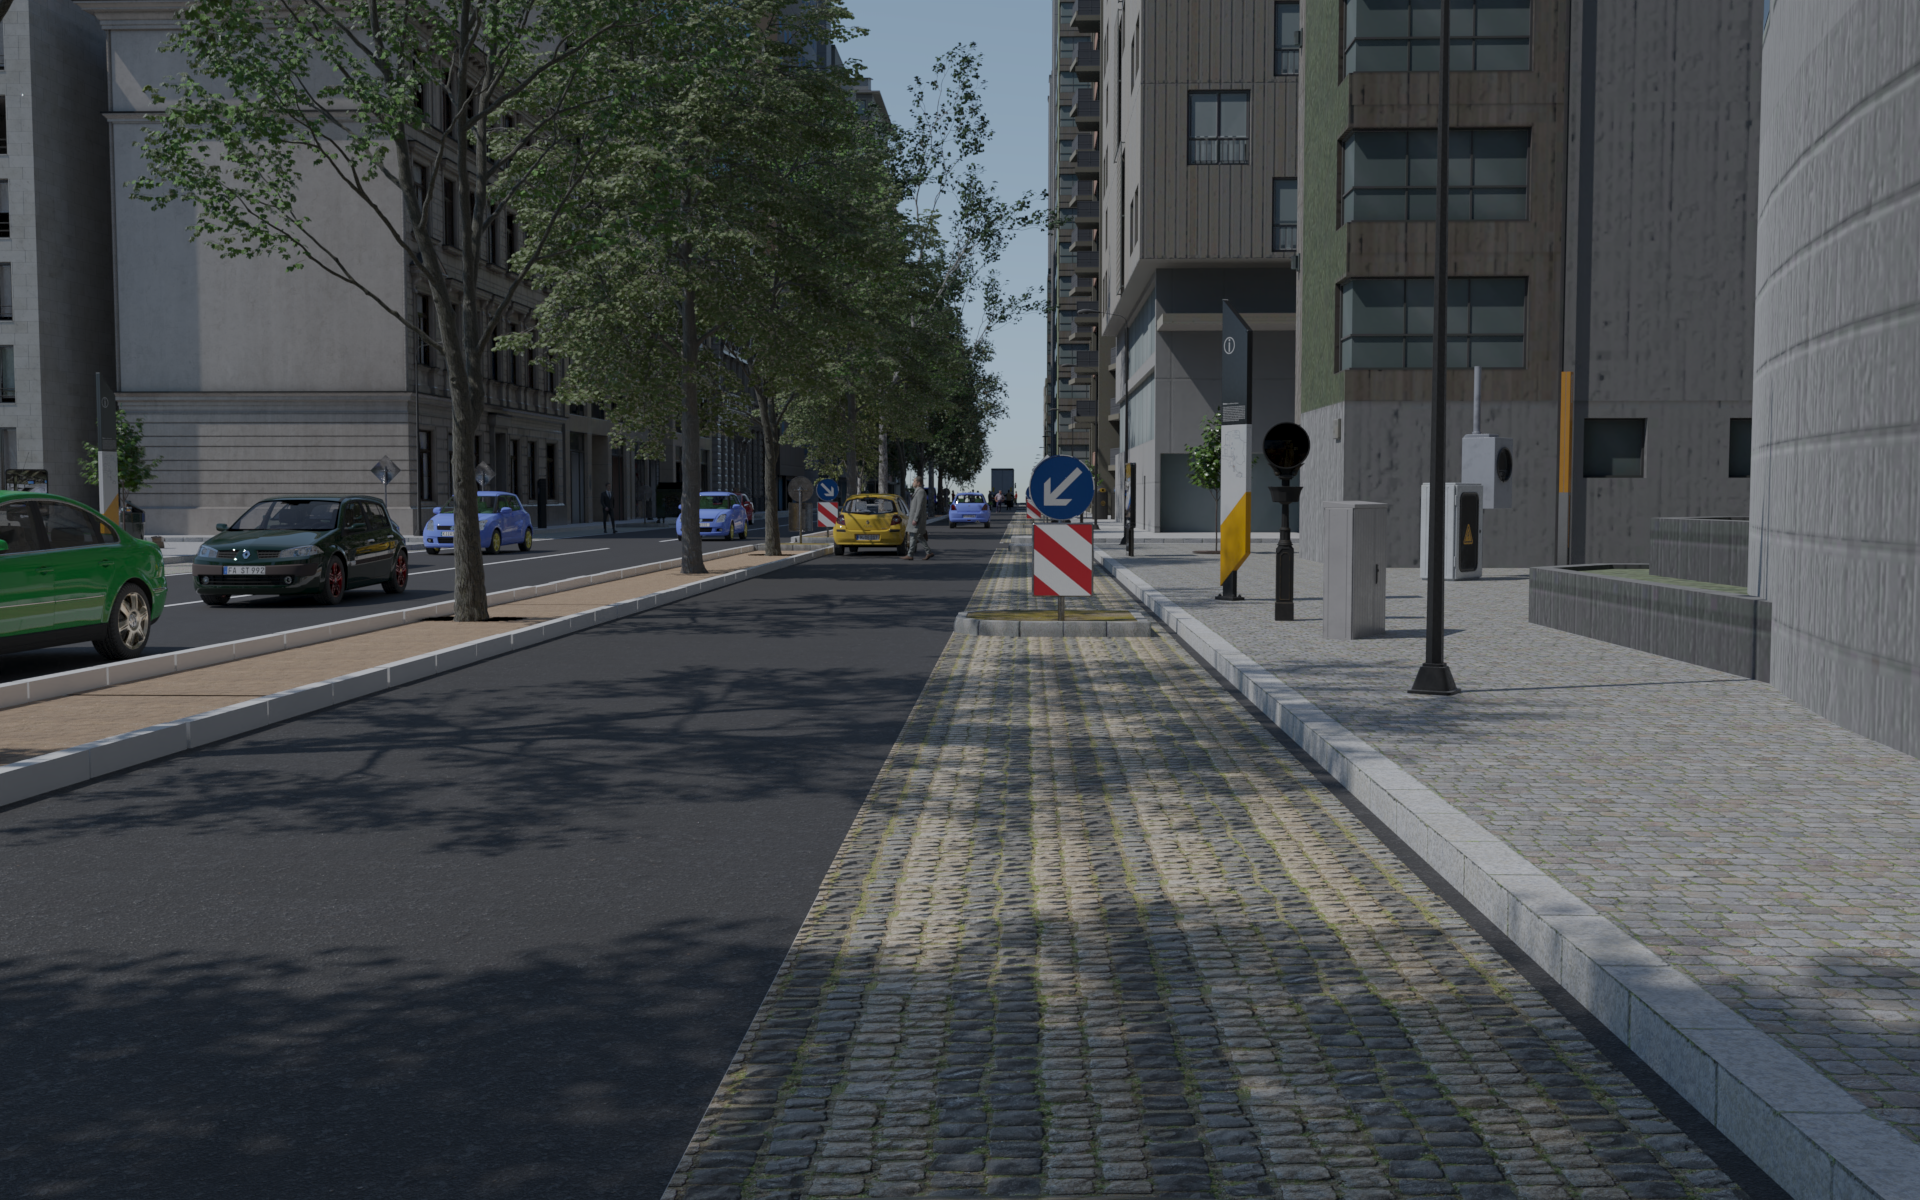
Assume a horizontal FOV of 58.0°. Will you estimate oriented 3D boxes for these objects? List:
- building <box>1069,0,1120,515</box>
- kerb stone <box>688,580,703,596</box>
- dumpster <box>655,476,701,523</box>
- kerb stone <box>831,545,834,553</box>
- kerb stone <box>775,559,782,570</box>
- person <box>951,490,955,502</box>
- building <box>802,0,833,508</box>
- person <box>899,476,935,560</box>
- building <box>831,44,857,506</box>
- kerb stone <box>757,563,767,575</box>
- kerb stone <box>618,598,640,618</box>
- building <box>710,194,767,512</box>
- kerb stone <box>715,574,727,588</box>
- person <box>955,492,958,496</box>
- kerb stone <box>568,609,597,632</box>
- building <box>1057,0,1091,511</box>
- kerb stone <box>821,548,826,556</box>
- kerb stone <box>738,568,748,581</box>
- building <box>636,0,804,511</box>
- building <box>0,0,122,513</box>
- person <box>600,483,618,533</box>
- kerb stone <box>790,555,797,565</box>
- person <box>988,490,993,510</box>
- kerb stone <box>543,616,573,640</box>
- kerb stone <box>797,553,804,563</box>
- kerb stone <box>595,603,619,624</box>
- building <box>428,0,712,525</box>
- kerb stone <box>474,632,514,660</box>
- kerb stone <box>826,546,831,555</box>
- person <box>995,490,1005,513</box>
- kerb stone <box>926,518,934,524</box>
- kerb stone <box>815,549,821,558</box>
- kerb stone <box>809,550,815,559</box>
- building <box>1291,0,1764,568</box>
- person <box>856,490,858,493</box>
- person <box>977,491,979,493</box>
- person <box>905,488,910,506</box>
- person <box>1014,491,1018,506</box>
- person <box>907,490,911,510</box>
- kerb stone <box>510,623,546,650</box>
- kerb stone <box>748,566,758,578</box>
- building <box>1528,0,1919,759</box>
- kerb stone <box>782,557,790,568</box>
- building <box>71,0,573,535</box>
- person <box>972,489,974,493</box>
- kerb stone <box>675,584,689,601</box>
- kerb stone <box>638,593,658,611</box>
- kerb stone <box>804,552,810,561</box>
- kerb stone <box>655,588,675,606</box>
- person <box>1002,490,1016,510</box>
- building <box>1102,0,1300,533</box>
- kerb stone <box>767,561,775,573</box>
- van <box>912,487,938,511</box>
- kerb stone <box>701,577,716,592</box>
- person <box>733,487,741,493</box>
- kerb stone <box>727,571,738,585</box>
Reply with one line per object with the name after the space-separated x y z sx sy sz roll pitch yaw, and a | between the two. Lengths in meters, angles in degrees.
18.284 -27.935 111.369 22.147 44.769 28.867 0 4 2 | building
-3.842 -0.146 24.596 0.120 0.150 1.000 0 4 2 | kerb stone
-13.191 -4.654 81.045 1.985 2.255 1.502 0 4 3 | dumpster
-3.184 -1.200 41.981 0.120 0.150 1.000 0 4 2 | kerb stone
-3.540 -0.642 32.770 0.120 0.150 1.000 0 4 2 | kerb stone
-0.641 -9.706 167.125 0.705 1.831 1.348 1 4 9 | person
-23.496 -37.505 155.202 21.231 58.520 28.212 0 4 2 | building
-0.932 -1.764 37.437 0.767 1.812 0.694 0 4 -1 | person
-22.423 -34.074 180.815 21.300 48.544 21.600 0 4 2 | building
-3.602 -0.522 30.726 0.120 0.150 1.000 0 4 2 | kerb stone
-3.989 0.104 20.491 0.120 0.150 1.000 0 4 2 | kerb stone
-19.547 -17.652 117.488 11.050 23.489 19.941 0 4 2 | building
-3.768 -0.272 26.639 0.120 0.150 1.000 0 4 2 | kerb stone
-0.380 -16.753 283.192 1.217 1.735 0.721 0 4 2 | person
-4.072 0.230 18.436 0.120 0.150 1.000 0 4 2 | kerb stone
14.656 -27.686 136.266 14.154 41.232 14.086 0 4 2 | building
-3.265 -1.085 39.928 0.120 0.150 1.000 0 4 2 | kerb stone
-3.686 -0.397 28.682 0.120 0.150 1.000 0 4 2 | kerb stone
-19.945 -29.613 134.291 14.600 45.320 14.200 0 4 2 | building
-36.020 -12.406 57.590 16.860 20.320 10.420 0 4 2 | building
-12.792 -3.361 63.229 0.659 1.850 0.755 -3 4 -38 | person
-3.459 -0.768 34.818 0.120 0.150 1.000 0 4 2 | kerb stone
2.723 -8.902 154.592 0.434 1.755 0.990 2 4 24 | person
-4.108 0.295 17.414 0.120 0.150 1.000 0 4 2 | kerb stone
-3.414 -0.834 35.839 0.120 0.150 1.000 0 4 2 | kerb stone
-4.033 0.167 19.461 0.120 0.150 1.000 0 4 2 | kerb stone
-25.476 -17.415 89.248 19.350 26.468 34.151 0 4 2 | building
-4.191 0.417 15.371 0.120 0.150 1.000 0 4 2 | kerb stone
-3.226 -1.142 40.950 0.120 0.150 1.000 0 4 2 | kerb stone
3.029 -7.487 131.857 0.756 1.711 0.436 0 3 0 | person
-1.512 -3.937 86.573 0.120 0.150 1.000 0 4 2 | kerb stone
-3.302 -1.022 38.906 0.120 0.150 1.000 0 4 2 | kerb stone
-3.345 -0.956 37.883 0.120 0.150 1.000 0 4 2 | kerb stone
13.913 -16.149 35.737 14.160 30.474 14.107 0 4 2 | building
-7.641 -7.361 129.558 1.217 1.736 0.721 0 4 -7 | person
1.437 -8.477 147.815 0.721 1.735 1.217 1 4 15 | person
-3.353 -5.930 105.572 0.709 1.813 0.853 1 4 12 | person
6.979 -12.731 216.590 0.705 1.831 1.348 -1 4 -18 | person
-3.952 -7.421 130.504 0.551 1.740 0.621 1 4 16 | person
-4.143 0.358 16.392 0.120 0.150 1.000 0 4 2 | kerb stone
-3.645 -0.457 29.704 0.120 0.150 1.000 0 4 2 | kerb stone
14.899 -28.269 4.205 21.231 58.520 28.212 0 4 2 | building
-3.488 -0.705 33.796 0.120 0.150 1.000 0 4 2 | kerb stone
-21.319 -12.092 62.331 10.561 19.102 19.286 0 4 2 | building
1.031 -7.836 136.621 1.348 1.824 0.705 0 4 1 | person
-3.879 -0.077 23.574 0.120 0.150 1.000 0 4 2 | kerb stone
-3.952 0.046 21.520 0.120 0.150 1.000 0 4 2 | kerb stone
-3.379 -0.897 36.861 0.120 0.150 1.000 0 4 2 | kerb stone
-3.910 -0.021 22.547 0.120 0.150 1.000 0 4 2 | kerb stone
4.334 -8.925 154.521 1.348 1.812 0.705 -1 4 -15 | person
19.064 -29.165 66.085 27.495 52.752 28.713 0 4 2 | building
-3.570 -0.584 31.747 0.120 0.150 1.000 0 4 2 | kerb stone
-2.847 -8.755 147.526 2.240 2.365 5.245 0 4 2 | van
-3.800 -0.209 25.617 0.120 0.150 1.000 0 4 2 | kerb stone
-12.648 -5.478 98.042 0.580 1.828 0.573 1 4 17 | person
-3.728 -0.330 27.661 0.120 0.150 1.000 0 4 2 | kerb stone
